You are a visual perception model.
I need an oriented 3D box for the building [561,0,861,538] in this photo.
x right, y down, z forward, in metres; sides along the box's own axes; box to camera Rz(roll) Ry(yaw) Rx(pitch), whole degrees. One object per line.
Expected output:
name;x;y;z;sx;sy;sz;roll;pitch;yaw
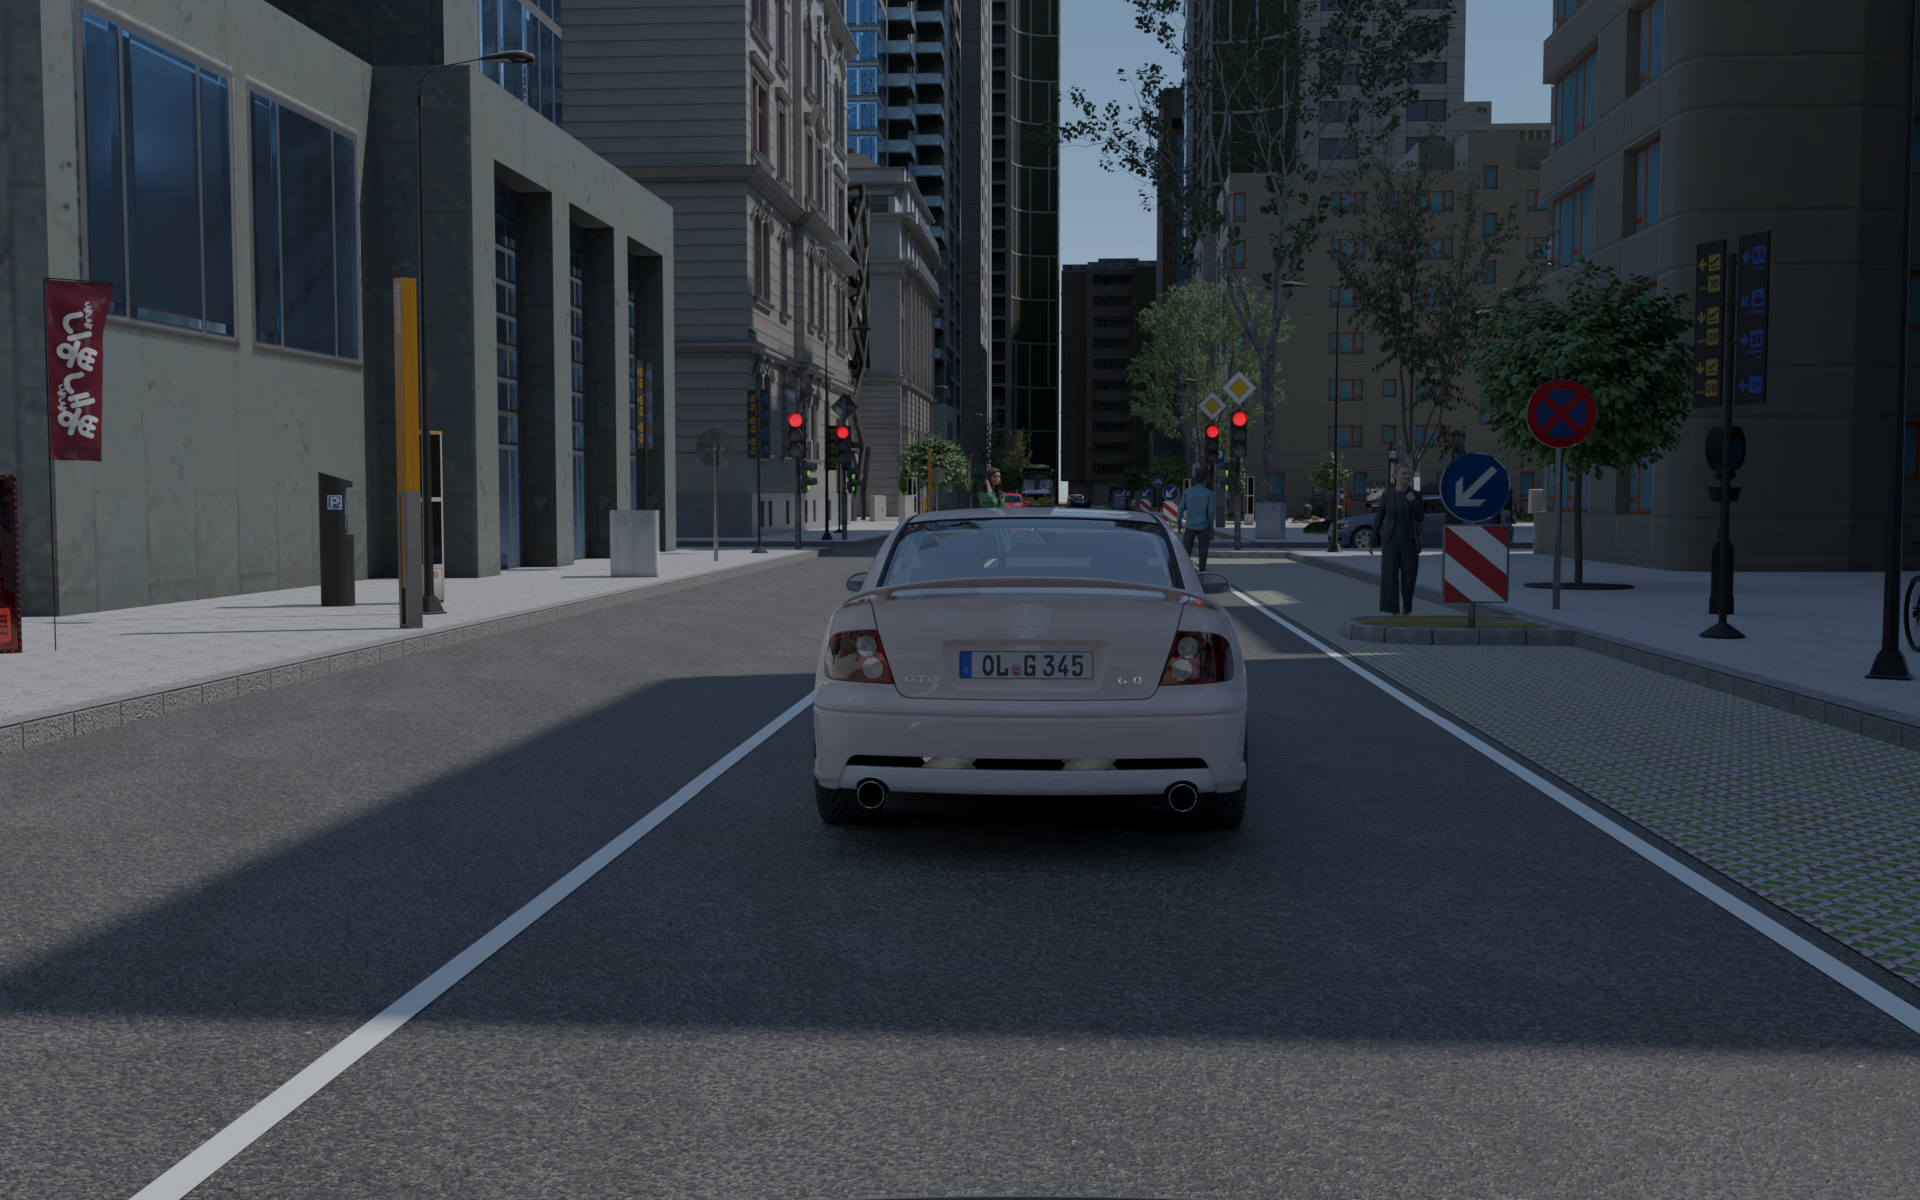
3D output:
building;-11.558;-16.774;61.649;14.401;28.519;23.554;0;4;4

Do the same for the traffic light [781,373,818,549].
traffic light;-3.752;-3.139;40.241;0.839;4.253;0.868;0;4;4

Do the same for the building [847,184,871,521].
building;-12.877;-13.150;82.462;16.820;18.784;16.811;0;4;4

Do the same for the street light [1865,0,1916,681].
street light;5.942;-2.410;11.941;1.470;5.913;1.316;0;4;4

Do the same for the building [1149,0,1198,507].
building;29.930;-52.029;163.350;22.319;86.520;31.000;0;4;4

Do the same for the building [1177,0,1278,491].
building;27.680;-42.807;138.154;20.563;71.187;20.611;0;4;4

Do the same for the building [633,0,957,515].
building;-11.027;-50.465;137.778;22.319;86.520;31.000;0;4;4

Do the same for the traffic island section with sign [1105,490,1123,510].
traffic island section with sign;15.790;-10.245;176.138;1.989;1.847;2.006;0;4;4

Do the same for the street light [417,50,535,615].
street light;-5.149;-2.801;18.336;1.470;5.913;1.316;0;4;4

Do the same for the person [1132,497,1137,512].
person;11.548;-6.216;114.822;0.352;1.250;0.332;1;4;15

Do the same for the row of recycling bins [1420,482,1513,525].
row of recycling bins;17.470;-3.229;59.915;3.534;1.692;1.069;-1;4;-18

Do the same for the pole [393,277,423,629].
pole;-5.252;-1.384;16.476;0.158;3.312;0.155;0;3;0

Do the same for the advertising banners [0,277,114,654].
advertising banners;-7.793;-1.074;13.740;2.074;3.025;0.090;-3;4;-38

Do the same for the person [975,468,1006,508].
person;0.445;-0.935;24.037;0.529;1.795;0.600;3;5;43

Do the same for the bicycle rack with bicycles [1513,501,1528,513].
bicycle rack with bicycles;28.183;-4.667;89.686;2.852;0.926;2.925;2;4;35

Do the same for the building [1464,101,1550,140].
building;50.443;-29.703;177.530;23.993;40.220;32.217;0;4;4

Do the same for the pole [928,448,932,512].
pole;-1.336;-5.074;76.802;0.158;3.312;0.155;0;3;0

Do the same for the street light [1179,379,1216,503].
street light;9.736;-5.963;70.033;1.470;5.913;1.316;0;4;4

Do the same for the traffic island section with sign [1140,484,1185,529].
traffic island section with sign;8.618;-3.887;72.183;1.989;1.847;2.006;0;4;4

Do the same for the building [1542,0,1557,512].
building;35.552;-26.798;57.751;30.456;49.044;23.786;0;4;4

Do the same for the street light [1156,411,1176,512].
street light;11.753;-7.558;96.117;1.470;5.913;1.316;0;4;4

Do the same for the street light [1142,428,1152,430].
street light;13.578;-9.165;122.395;1.470;5.913;1.316;0;4;4

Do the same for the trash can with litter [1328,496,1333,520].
trash can with litter;13.448;-3.133;62.280;1.678;1.210;2.233;0;4;6

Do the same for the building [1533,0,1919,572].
building;25.230;-10.797;21.565;27.650;21.520;28.899;0;4;4

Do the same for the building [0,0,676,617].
building;-22.676;-43.669;26.661;31.000;86.520;22.319;0;4;4

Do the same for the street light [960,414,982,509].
street light;0.596;-7.836;100.665;1.470;5.913;1.316;0;4;4

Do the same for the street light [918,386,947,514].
street light;-1.237;-6.240;74.569;1.470;5.913;1.316;0;4;4

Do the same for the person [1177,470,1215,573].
person;3.824;-1.203;28.192;0.660;1.820;0.620;1;4;21

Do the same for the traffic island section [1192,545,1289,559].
traffic island section;6.376;-1.064;39.676;2.009;0.180;2.903;0;4;4

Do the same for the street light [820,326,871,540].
street light;-3.170;-4.621;48.096;1.470;5.913;1.316;0;4;4

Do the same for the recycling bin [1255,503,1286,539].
recycling bin;8.887;-2.264;49.564;0.722;1.027;0.722;2;4;25

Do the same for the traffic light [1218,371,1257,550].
traffic light;6.337;-3.097;39.564;0.839;4.253;0.868;0;4;4

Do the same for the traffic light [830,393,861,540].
traffic light;-3.203;-3.626;48.207;0.839;4.253;0.868;0;4;4

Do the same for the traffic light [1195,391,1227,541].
traffic light;6.886;-3.585;47.531;0.839;4.253;0.868;0;4;4

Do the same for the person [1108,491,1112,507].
person;15.582;-10.475;180.450;0.721;1.739;1.217;0;4;-6

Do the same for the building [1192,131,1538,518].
building;29.273;-16.024;107.030;27.650;21.520;28.899;0;4;4

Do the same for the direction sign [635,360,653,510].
direction sign;-5.410;-2.308;29.739;0.379;3.537;0.876;0;4;7

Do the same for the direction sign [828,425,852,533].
direction sign;-3.999;-3.992;57.269;0.876;3.537;0.379;-2;4;-25

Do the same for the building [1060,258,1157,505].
building;19.447;-27.122;215.139;14.107;30.474;14.160;0;4;4

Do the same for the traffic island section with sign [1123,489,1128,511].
traffic island section with sign;10.497;-5.542;99.240;1.989;1.847;2.006;0;4;4

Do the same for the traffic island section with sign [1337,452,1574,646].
traffic island section with sign;4.835;-0.526;17.227;1.989;1.847;2.006;0;4;4

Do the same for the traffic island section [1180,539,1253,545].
traffic island section;6.925;-1.551;47.642;2.009;0.180;2.903;0;4;4

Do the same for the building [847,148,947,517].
building;-8.384;-16.287;108.098;13.314;21.916;24.055;0;4;4

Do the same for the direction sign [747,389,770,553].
direction sign;-4.366;-2.790;37.606;0.379;3.537;0.876;-3;4;-39

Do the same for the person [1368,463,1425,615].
person;4.793;-0.614;18.964;0.576;1.772;0.534;0;4;-6

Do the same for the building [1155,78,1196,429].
building;28.472;-32.857;187.319;14.600;45.320;14.200;0;4;4

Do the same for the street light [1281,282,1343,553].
street light;7.721;-4.006;38.041;1.470;5.913;1.316;0;4;4

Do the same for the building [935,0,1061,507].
building;2.162;-47.661;217.511;20.611;71.187;20.563;0;4;4

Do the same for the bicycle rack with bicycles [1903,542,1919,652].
bicycle rack with bicycles;8.424;0.046;12.627;2.852;0.926;2.925;1;4;18

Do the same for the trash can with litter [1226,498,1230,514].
trash can with litter;13.590;-4.711;88.408;1.055;1.170;0.624;-3;5;-42

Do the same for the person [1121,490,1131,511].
person;12.586;-7.459;131.251;0.742;1.727;0.445;-1;4;-15

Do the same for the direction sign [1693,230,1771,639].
direction sign;6.819;-1.431;15.386;0.379;3.537;0.876;-1;4;-17

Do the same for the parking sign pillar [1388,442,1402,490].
parking sign pillar;22.792;-6.253;90.703;1.447;3.967;1.447;2;4;26

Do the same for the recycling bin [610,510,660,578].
recycling bin;-5.058;-0.881;26.958;0.722;1.027;0.722;0;4;-7
